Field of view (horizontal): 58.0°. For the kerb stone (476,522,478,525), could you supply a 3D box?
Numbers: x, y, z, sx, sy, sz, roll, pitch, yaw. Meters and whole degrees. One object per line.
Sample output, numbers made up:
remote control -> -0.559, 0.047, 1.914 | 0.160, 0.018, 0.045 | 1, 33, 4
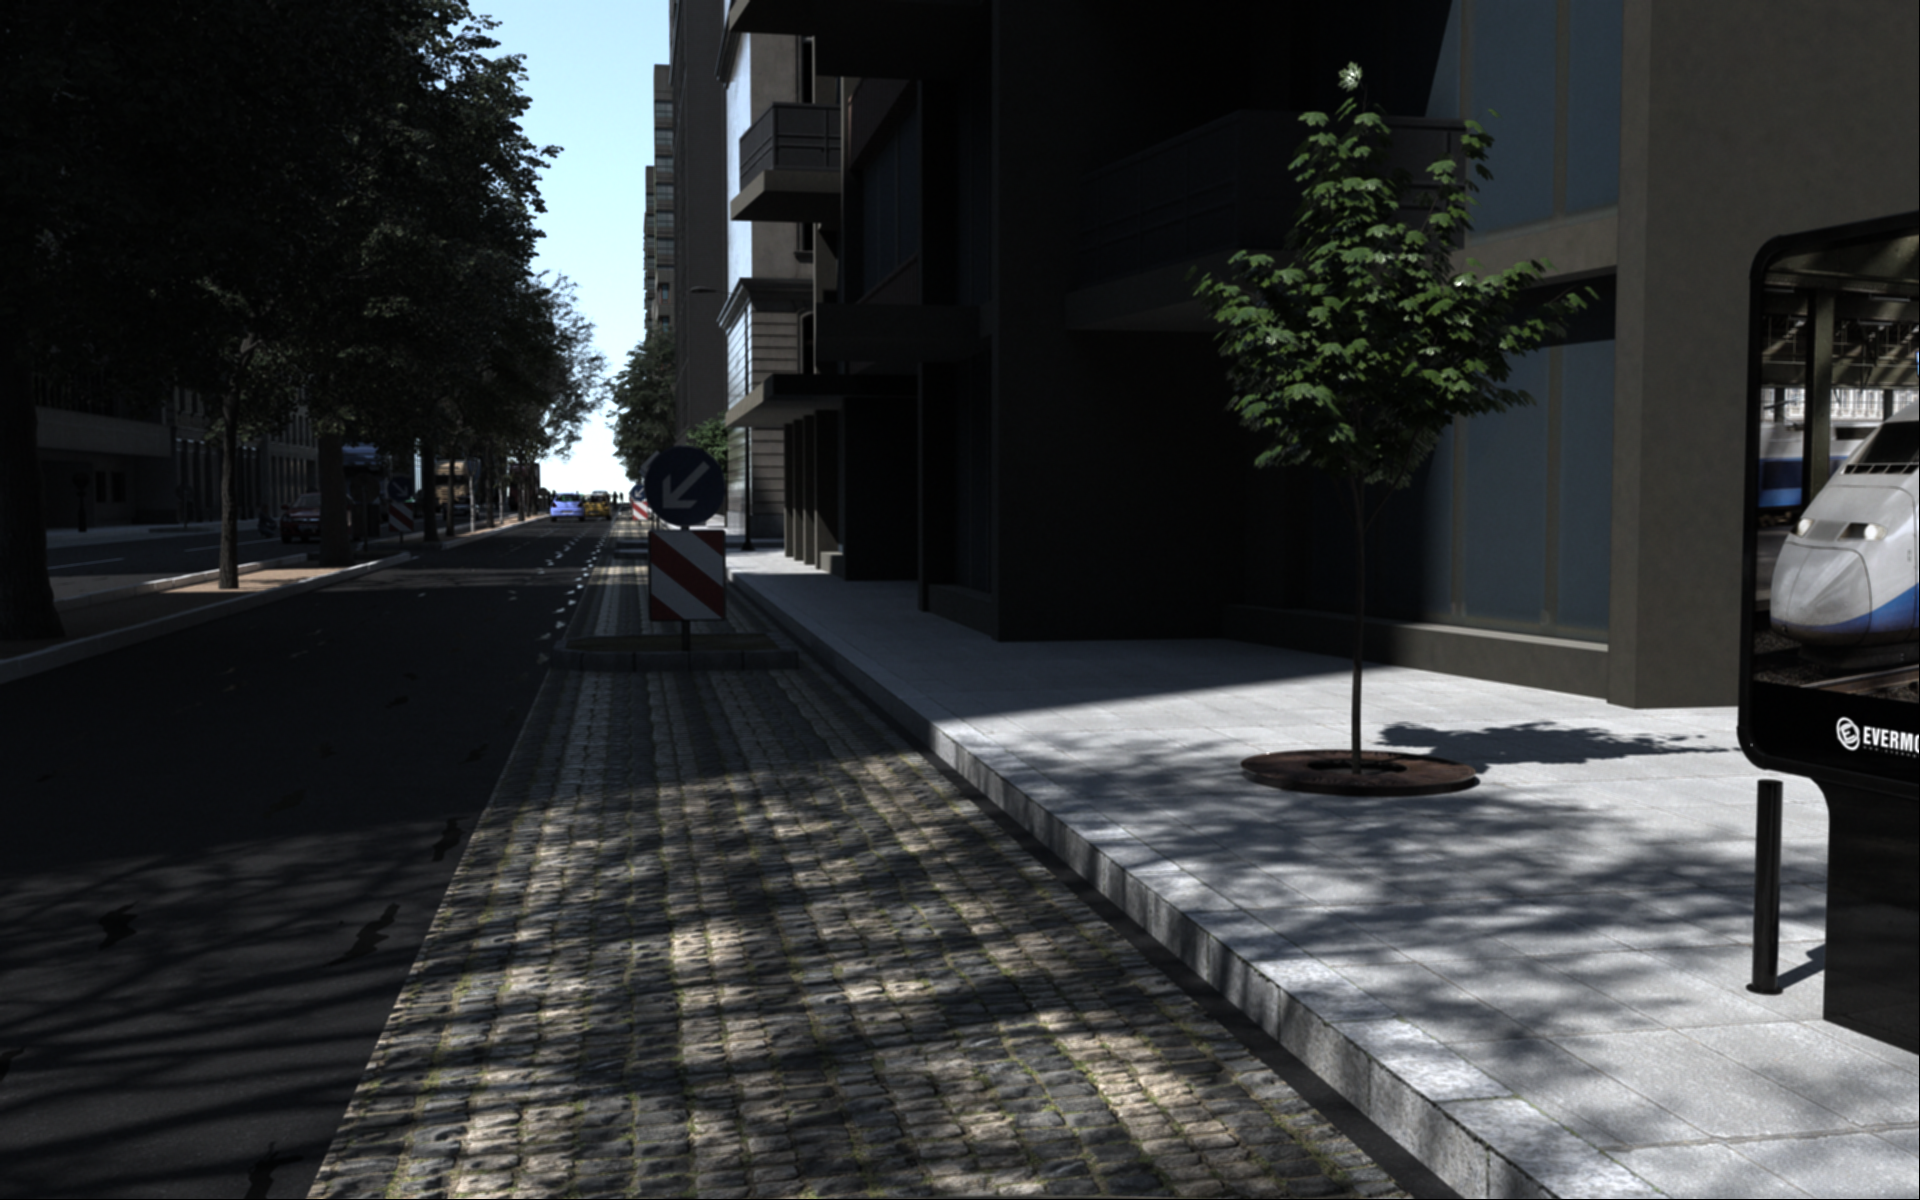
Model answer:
kerb stone -> -21.782, -3.383, 77.508 | 0.120, 0.150, 1.000 | -1, 4, -11

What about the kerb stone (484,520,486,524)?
kerb stone -> -22.554, -3.625, 81.537 | 0.120, 0.150, 1.000 | -1, 4, -11

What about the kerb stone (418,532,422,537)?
kerb stone -> -17.733, -2.090, 56.375 | 0.120, 0.150, 1.000 | -1, 4, -11

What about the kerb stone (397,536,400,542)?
kerb stone -> -16.769, -1.782, 51.332 | 0.120, 0.150, 1.000 | -1, 4, -11

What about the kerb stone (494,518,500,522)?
kerb stone -> -24.684, -4.308, 92.631 | 0.120, 0.150, 1.000 | -1, 4, -11

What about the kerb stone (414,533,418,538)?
kerb stone -> -17.534, -2.026, 55.367 | 0.120, 0.150, 1.000 | -1, 4, -11

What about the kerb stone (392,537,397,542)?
kerb stone -> -16.571, -1.717, 50.324 | 0.120, 0.150, 1.000 | -1, 4, -11

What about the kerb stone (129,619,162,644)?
kerb stone -> -8.037, 0.325, 16.965 | 0.120, 0.150, 1.000 | -1, 4, -11

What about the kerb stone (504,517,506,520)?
kerb stone -> -25.065, -4.431, 94.643 | 0.120, 0.150, 1.000 | -1, 4, -11

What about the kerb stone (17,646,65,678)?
kerb stone -> -7.460, 0.511, 13.952 | 0.120, 0.150, 1.000 | -1, 4, -11

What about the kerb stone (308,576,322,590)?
kerb stone -> -9.776, -0.234, 26.025 | 0.120, 0.150, 1.000 | -1, 4, -11

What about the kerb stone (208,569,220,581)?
kerb stone -> -12.411, -0.395, 28.647 | 0.120, 0.150, 1.000 | -1, 4, -11

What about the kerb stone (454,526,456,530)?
kerb stone -> -19.855, -2.768, 67.459 | 0.120, 0.150, 1.000 | -1, 4, -11

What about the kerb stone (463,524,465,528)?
kerb stone -> -20.630, -3.013, 71.480 | 0.120, 0.150, 1.000 | -1, 4, -11

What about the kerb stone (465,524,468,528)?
kerb stone -> -20.816, -3.075, 72.488 | 0.120, 0.150, 1.000 | -1, 4, -11

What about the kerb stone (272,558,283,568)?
kerb stone -> -13.387, -0.703, 33.690 | 0.120, 0.150, 1.000 | -1, 4, -11

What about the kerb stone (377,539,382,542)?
kerb stone -> -15.996, -1.531, 47.305 | 0.120, 0.150, 1.000 | -1, 4, -11

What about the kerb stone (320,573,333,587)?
kerb stone -> -9.978, -0.296, 27.034 | 0.120, 0.150, 1.000 | -1, 4, -11

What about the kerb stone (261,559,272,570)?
kerb stone -> -13.189, -0.641, 32.671 | 0.120, 0.150, 1.000 | -1, 4, -11

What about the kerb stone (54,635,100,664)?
kerb stone -> -7.662, 0.443, 14.954 | 0.120, 0.150, 1.000 | -1, 4, -11

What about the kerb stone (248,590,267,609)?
kerb stone -> -9.007, 0.012, 22.007 | 0.120, 0.150, 1.000 | -1, 4, -11

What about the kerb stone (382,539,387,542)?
kerb stone -> -16.184, -1.597, 48.309 | 0.120, 0.150, 1.000 | -1, 4, -11

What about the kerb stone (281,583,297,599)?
kerb stone -> -9.392, -0.110, 24.016 | 0.120, 0.150, 1.000 | -1, 4, -11

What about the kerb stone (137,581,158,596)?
kerb stone -> -11.643, -0.148, 24.621 | 0.120, 0.150, 1.000 | -1, 4, -11

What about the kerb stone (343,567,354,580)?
kerb stone -> -10.354, -0.419, 29.054 | 0.120, 0.150, 1.000 | -1, 4, -11

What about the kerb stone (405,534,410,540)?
kerb stone -> -17.152, -1.905, 53.353 | 0.120, 0.150, 1.000 | -1, 4, -11

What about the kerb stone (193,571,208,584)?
kerb stone -> -12.223, -0.333, 27.642 | 0.120, 0.150, 1.000 | -1, 4, -11

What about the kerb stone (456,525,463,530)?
kerb stone -> -20.435, -2.948, 70.472 | 0.120, 0.150, 1.000 | -1, 4, -11

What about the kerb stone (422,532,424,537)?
kerb stone -> -17.926, -2.152, 57.385 | 0.120, 0.150, 1.000 | -1, 4, -11

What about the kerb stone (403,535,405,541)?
kerb stone -> -16.961, -1.844, 52.339 | 0.120, 0.150, 1.000 | -1, 4, -11

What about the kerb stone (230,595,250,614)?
kerb stone -> -8.808, 0.073, 21.004 | 0.120, 0.150, 1.000 | -1, 4, -11

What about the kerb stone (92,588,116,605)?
kerb stone -> -11.261, -0.025, 22.606 | 0.120, 0.150, 1.000 | -1, 4, -11

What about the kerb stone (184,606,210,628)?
kerb stone -> -8.428, 0.197, 18.976 | 0.120, 0.150, 1.000 | -1, 4, -11

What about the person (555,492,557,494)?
person -> -57.651, -14.526, 246.514 | 0.721, 1.766, 1.217 | -1, 4, -8

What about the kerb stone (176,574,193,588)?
kerb stone -> -12.024, -0.264, 26.640 | 0.120, 0.150, 1.000 | -1, 4, -11

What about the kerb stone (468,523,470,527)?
kerb stone -> -21.011, -3.135, 73.492 | 0.120, 0.150, 1.000 | -1, 4, -11

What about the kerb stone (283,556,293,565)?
kerb stone -> -13.580, -0.761, 34.694 | 0.120, 0.150, 1.000 | -1, 4, -11

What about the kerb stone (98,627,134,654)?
kerb stone -> -7.845, 0.382, 15.960 | 0.120, 0.150, 1.000 | -1, 4, -11

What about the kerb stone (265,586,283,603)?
kerb stone -> -9.196, -0.050, 23.012 | 0.120, 0.150, 1.000 | -1, 4, -11

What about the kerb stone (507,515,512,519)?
kerb stone -> -26.033, -4.739, 99.671 | 0.120, 0.150, 1.000 | -1, 4, -11

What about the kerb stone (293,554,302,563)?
kerb stone -> -13.776, -0.826, 35.702 | 0.120, 0.150, 1.000 | -1, 4, -11

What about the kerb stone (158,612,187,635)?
kerb stone -> -8.234, 0.261, 17.968 | 0.120, 0.150, 1.000 | -1, 4, -11

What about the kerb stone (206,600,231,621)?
kerb stone -> -8.624, 0.135, 19.993 | 0.120, 0.150, 1.000 | -1, 4, -11

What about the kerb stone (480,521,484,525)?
kerb stone -> -22.359, -3.568, 80.534 | 0.120, 0.150, 1.000 | -1, 4, -11

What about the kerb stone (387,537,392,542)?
kerb stone -> -16.378, -1.656, 49.320 | 0.120, 0.150, 1.000 | -1, 4, -11

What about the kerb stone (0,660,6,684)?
kerb stone -> -7.276, 0.566, 12.947 | 0.120, 0.150, 1.000 | -1, 4, -11

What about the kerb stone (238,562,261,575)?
kerb stone -> -12.998, -0.579, 31.663 | 0.120, 0.150, 1.000 | -1, 4, -11

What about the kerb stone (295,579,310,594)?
kerb stone -> -9.581, -0.167, 25.020 | 0.120, 0.150, 1.000 | -1, 4, -11

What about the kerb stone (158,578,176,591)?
kerb stone -> -11.838, -0.209, 25.634 | 0.120, 0.150, 1.000 | -1, 4, -11

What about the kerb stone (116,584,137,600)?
kerb stone -> -11.454, -0.086, 23.610 | 0.120, 0.150, 1.000 | -1, 4, -11

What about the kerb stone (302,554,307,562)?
kerb stone -> -13.961, -0.888, 36.711 | 0.120, 0.150, 1.000 | -1, 4, -11

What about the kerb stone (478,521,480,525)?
kerb stone -> -21.984, -3.441, 78.524 | 0.120, 0.150, 1.000 | -1, 4, -11

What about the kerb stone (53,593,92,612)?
kerb stone -> -11.074, 0.048, 21.601 | 0.120, 0.150, 1.000 | -1, 4, -11

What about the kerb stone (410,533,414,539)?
kerb stone -> -17.346, -1.967, 54.356 | 0.120, 0.150, 1.000 | -1, 4, -11

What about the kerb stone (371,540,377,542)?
kerb stone -> -15.801, -1.465, 46.298 | 0.120, 0.150, 1.000 | -1, 4, -11

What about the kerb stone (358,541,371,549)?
kerb stone -> -15.612, -1.412, 45.290 | 0.120, 0.150, 1.000 | -1, 4, -11

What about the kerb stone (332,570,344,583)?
kerb stone -> -10.166, -0.355, 28.049 | 0.120, 0.150, 1.000 | -1, 4, -11

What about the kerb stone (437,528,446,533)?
kerb stone -> -19.283, -2.584, 64.441 | 0.120, 0.150, 1.000 | -1, 4, -11
